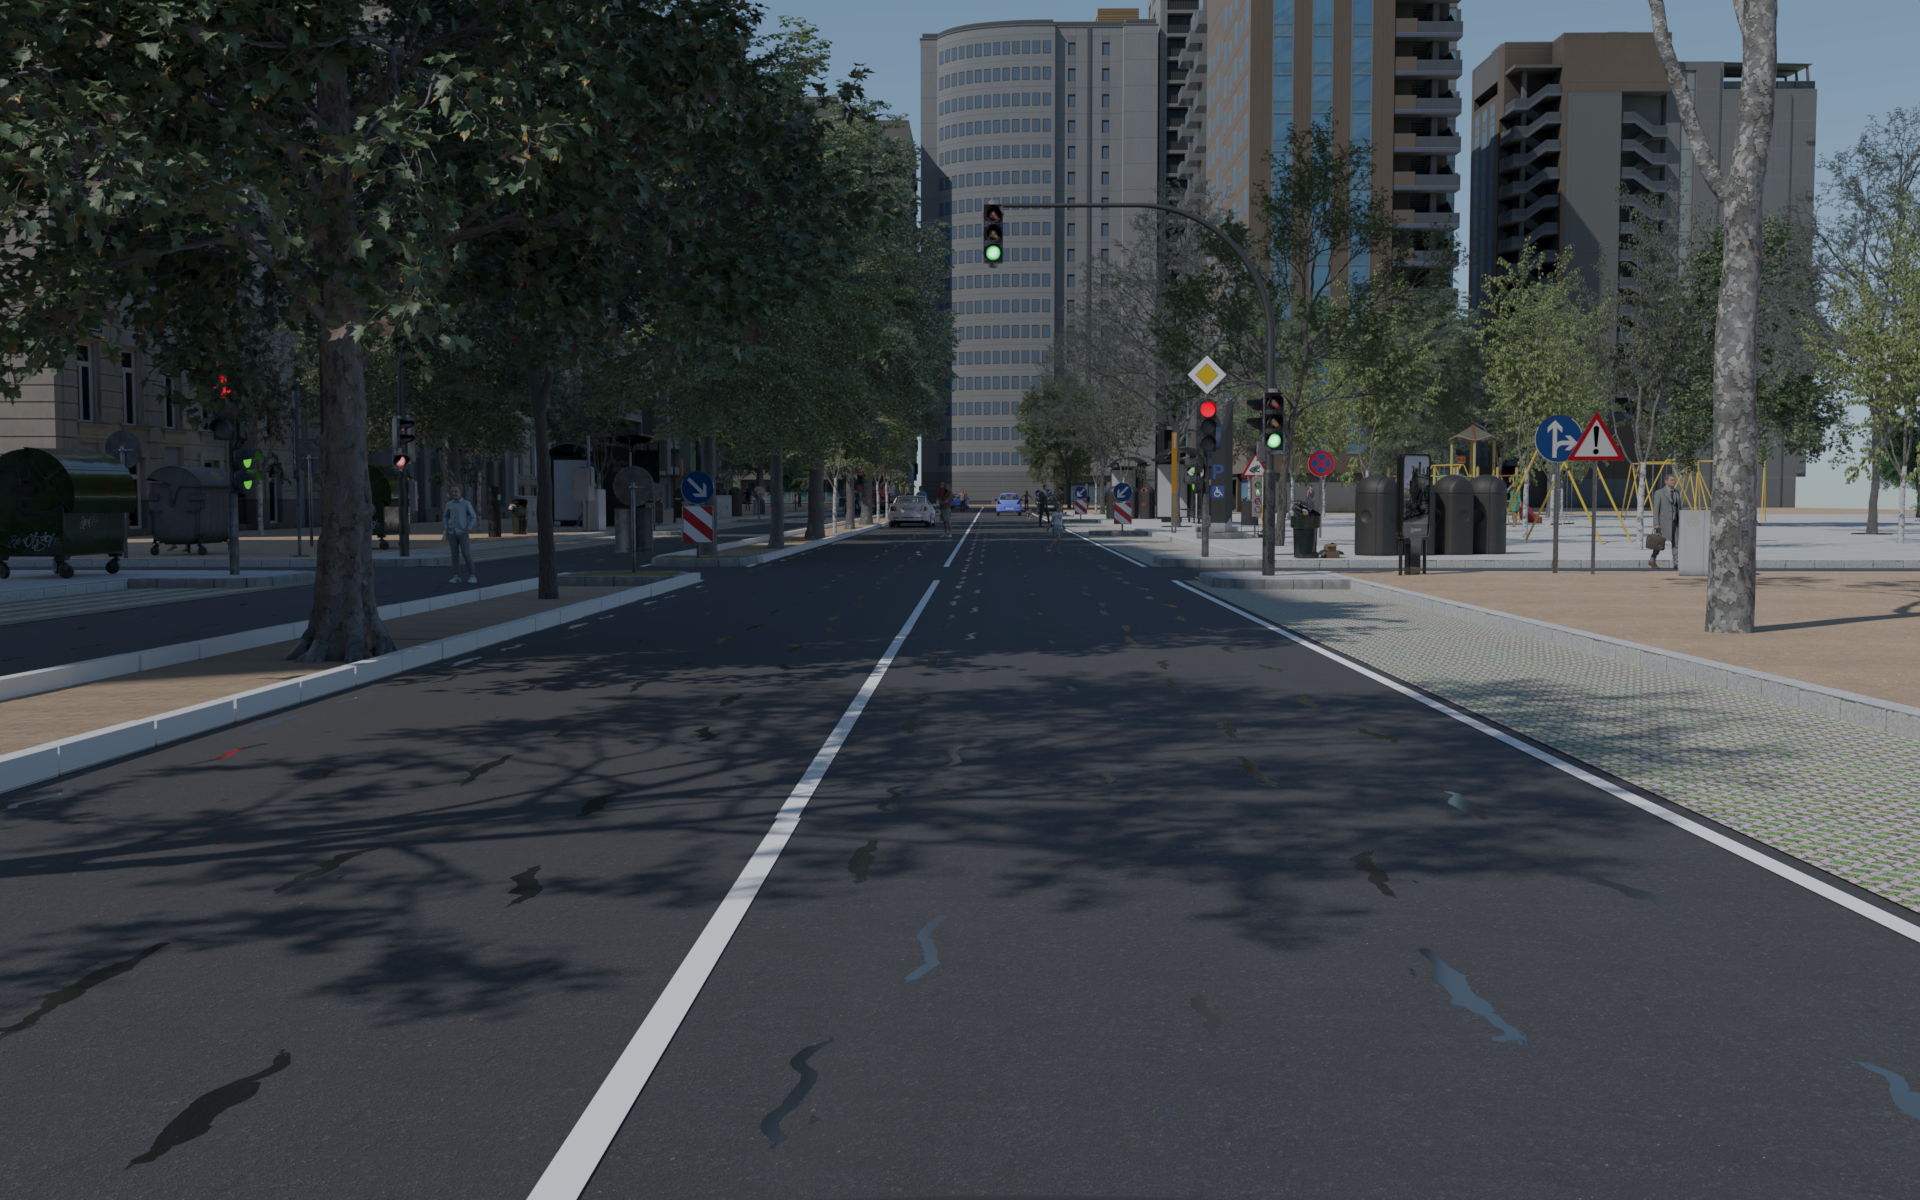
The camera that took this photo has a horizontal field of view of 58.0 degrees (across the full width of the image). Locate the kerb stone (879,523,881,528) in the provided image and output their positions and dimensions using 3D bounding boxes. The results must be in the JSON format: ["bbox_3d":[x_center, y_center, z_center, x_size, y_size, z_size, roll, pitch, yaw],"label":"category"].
[{"bbox_3d":[-3.506,-3.066,72.323,0.120,0.150,1.000,0,4,1],"label":"kerb stone"}]

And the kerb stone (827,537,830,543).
[{"bbox_3d":[-3.908,-1.687,49.792,0.120,0.150,1.000,0,4,1],"label":"kerb stone"}]

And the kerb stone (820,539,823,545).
[{"bbox_3d":[-3.946,-1.562,47.734,0.120,0.150,1.000,0,4,1],"label":"kerb stone"}]

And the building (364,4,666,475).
[{"bbox_3d":[-37.178,-32.709,124.029,28.713,52.752,27.495,0,4,1],"label":"building"}]

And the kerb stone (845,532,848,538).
[{"bbox_3d":[-3.797,-2.063,55.931,0.120,0.150,1.000,0,4,1],"label":"kerb stone"}]

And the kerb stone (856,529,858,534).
[{"bbox_3d":[-3.719,-2.314,60.029,0.120,0.150,1.000,0,4,1],"label":"kerb stone"}]

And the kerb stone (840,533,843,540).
[{"bbox_3d":[-3.837,-1.938,53.886,0.120,0.150,1.000,0,4,1],"label":"kerb stone"}]

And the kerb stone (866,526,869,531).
[{"bbox_3d":[-3.626,-2.623,65.151,0.120,0.150,1.000,0,4,1],"label":"kerb stone"}]

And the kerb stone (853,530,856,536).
[{"bbox_3d":[-3.734,-2.251,58.999,0.120,0.150,1.000,0,4,1],"label":"kerb stone"}]

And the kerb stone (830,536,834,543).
[{"bbox_3d":[-3.890,-1.750,50.815,0.120,0.150,1.000,0,4,1],"label":"kerb stone"}]

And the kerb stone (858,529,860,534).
[{"bbox_3d":[-3.707,-2.377,61.051,0.120,0.150,1.000,0,4,1],"label":"kerb stone"}]

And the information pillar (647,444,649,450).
[{"bbox_3d":[-14.696,-5.524,81.668,0.183,3.616,0.504,-1,4,-11],"label":"information pillar"}]

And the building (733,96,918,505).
[{"bbox_3d":[-16.291,-36.155,214.830,21.600,48.544,21.300,0,4,1],"label":"building"}]

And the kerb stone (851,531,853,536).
[{"bbox_3d":[-3.763,-2.189,57.978,0.120,0.150,1.000,0,4,1],"label":"kerb stone"}]

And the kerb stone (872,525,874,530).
[{"bbox_3d":[-3.584,-2.815,68.223,0.120,0.150,1.000,0,4,1],"label":"kerb stone"}]

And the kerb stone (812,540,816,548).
[{"bbox_3d":[-3.984,-1.437,45.686,0.120,0.150,1.000,0,4,1],"label":"kerb stone"}]

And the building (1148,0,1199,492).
[{"bbox_3d":[33.967,-47.350,212.418,20.611,71.187,20.563,0,4,1],"label":"building"}]

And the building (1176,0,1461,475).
[{"bbox_3d":[31.817,-32.955,158.424,23.786,49.044,30.456,0,4,1],"label":"building"}]

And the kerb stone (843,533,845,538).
[{"bbox_3d":[-3.815,-2.001,54.909,0.120,0.150,1.000,0,4,1],"label":"kerb stone"}]

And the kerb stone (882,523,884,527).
[{"bbox_3d":[-3.461,-3.191,74.375,0.120,0.150,1.000,0,4,1],"label":"kerb stone"}]

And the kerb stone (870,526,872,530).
[{"bbox_3d":[-3.593,-2.753,67.201,0.120,0.150,1.000,0,4,1],"label":"kerb stone"}]

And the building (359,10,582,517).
[{"bbox_3d":[-30.437,-19.260,100.799,13.634,28.700,20.117,0,4,1],"label":"building"}]

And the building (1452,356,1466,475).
[{"bbox_3d":[59.334,-22.821,218.155,28.899,21.520,27.650,0,4,1],"label":"building"}]

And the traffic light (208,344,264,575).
[{"bbox_3d":[-11.529,-2.357,27.450,0.839,4.253,0.868,0,4,1],"label":"traffic light"}]

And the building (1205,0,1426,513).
[{"bbox_3d":[27.123,-29.738,136.332,14.600,45.320,14.200,0,4,1],"label":"building"}]

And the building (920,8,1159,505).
[{"bbox_3d":[9.315,-41.132,214.505,28.212,58.520,21.231,0,4,1],"label":"building"}]

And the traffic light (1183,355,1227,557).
[{"bbox_3d":[4.974,-2.828,35.156,0.839,4.253,0.868,0,4,1],"label":"traffic light"}]

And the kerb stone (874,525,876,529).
[{"bbox_3d":[-3.558,-2.878,69.245,0.120,0.150,1.000,0,4,1],"label":"kerb stone"}]

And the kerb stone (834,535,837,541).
[{"bbox_3d":[-3.872,-1.813,51.837,0.120,0.150,1.000,0,4,1],"label":"kerb stone"}]

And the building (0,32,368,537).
[{"bbox_3d":[-30.428,-16.037,59.474,12.463,27.353,25.104,0,4,1],"label":"building"}]

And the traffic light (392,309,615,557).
[{"bbox_3d":[-9.292,-3.716,35.431,4.771,5.953,1.251,0,4,1],"label":"traffic light"}]

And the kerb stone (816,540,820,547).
[{"bbox_3d":[-3.964,-1.499,46.709,0.120,0.150,1.000,0,4,1],"label":"kerb stone"}]

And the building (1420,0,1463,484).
[{"bbox_3d":[26.243,-28.864,122.030,14.600,45.320,14.200,0,4,1],"label":"building"}]

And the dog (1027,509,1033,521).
[{"bbox_3d":[3.753,-4.527,93.309,0.540,0.507,0.406,2,4,32],"label":"dog"}]

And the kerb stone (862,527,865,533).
[{"bbox_3d":[-3.668,-2.502,63.107,0.120,0.150,1.000,0,4,1],"label":"kerb stone"}]

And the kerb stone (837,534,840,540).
[{"bbox_3d":[-3.846,-1.873,52.859,0.120,0.150,1.000,0,4,1],"label":"kerb stone"}]

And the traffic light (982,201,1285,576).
[{"bbox_3d":[2.737,-3.205,27.069,4.771,5.953,1.251,0,4,1],"label":"traffic light"}]

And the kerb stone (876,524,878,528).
[{"bbox_3d":[-3.534,-2.940,70.267,0.120,0.150,1.000,0,4,1],"label":"kerb stone"}]

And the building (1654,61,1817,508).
[{"bbox_3d":[72.133,-29.590,167.386,14.086,41.232,14.154,0,4,1],"label":"building"}]

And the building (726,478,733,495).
[{"bbox_3d":[-38.983,-32.367,221.087,23.993,40.220,32.217,0,4,1],"label":"building"}]

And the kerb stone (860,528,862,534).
[{"bbox_3d":[-3.686,-2.435,62.073,0.120,0.150,1.000,0,4,1],"label":"kerb stone"}]

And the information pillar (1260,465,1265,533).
[{"bbox_3d":[10.193,-4.041,57.418,0.504,3.616,0.183,-3,5,-42],"label":"information pillar"}]

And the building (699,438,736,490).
[{"bbox_3d":[-29.441,-24.312,169.209,14.107,30.474,14.160,0,4,1],"label":"building"}]

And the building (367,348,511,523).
[{"bbox_3d":[-28.517,-14.232,81.841,9.793,20.994,18.267,0,4,1],"label":"building"}]

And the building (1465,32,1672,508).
[{"bbox_3d":[57.905,-31.579,166.425,14.200,45.320,14.600,0,4,1],"label":"building"}]

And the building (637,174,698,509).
[{"bbox_3d":[-30.079,-28.241,145.338,14.154,41.232,14.086,0,4,1],"label":"building"}]

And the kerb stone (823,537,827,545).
[{"bbox_3d":[-3.922,-1.619,48.764,0.120,0.150,1.000,0,4,1],"label":"kerb stone"}]

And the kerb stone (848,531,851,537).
[{"bbox_3d":[-3.775,-2.126,56.953,0.120,0.150,1.000,0,4,1],"label":"kerb stone"}]

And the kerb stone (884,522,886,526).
[{"bbox_3d":[-3.443,-3.254,75.403,0.120,0.150,1.000,0,4,1],"label":"kerb stone"}]
